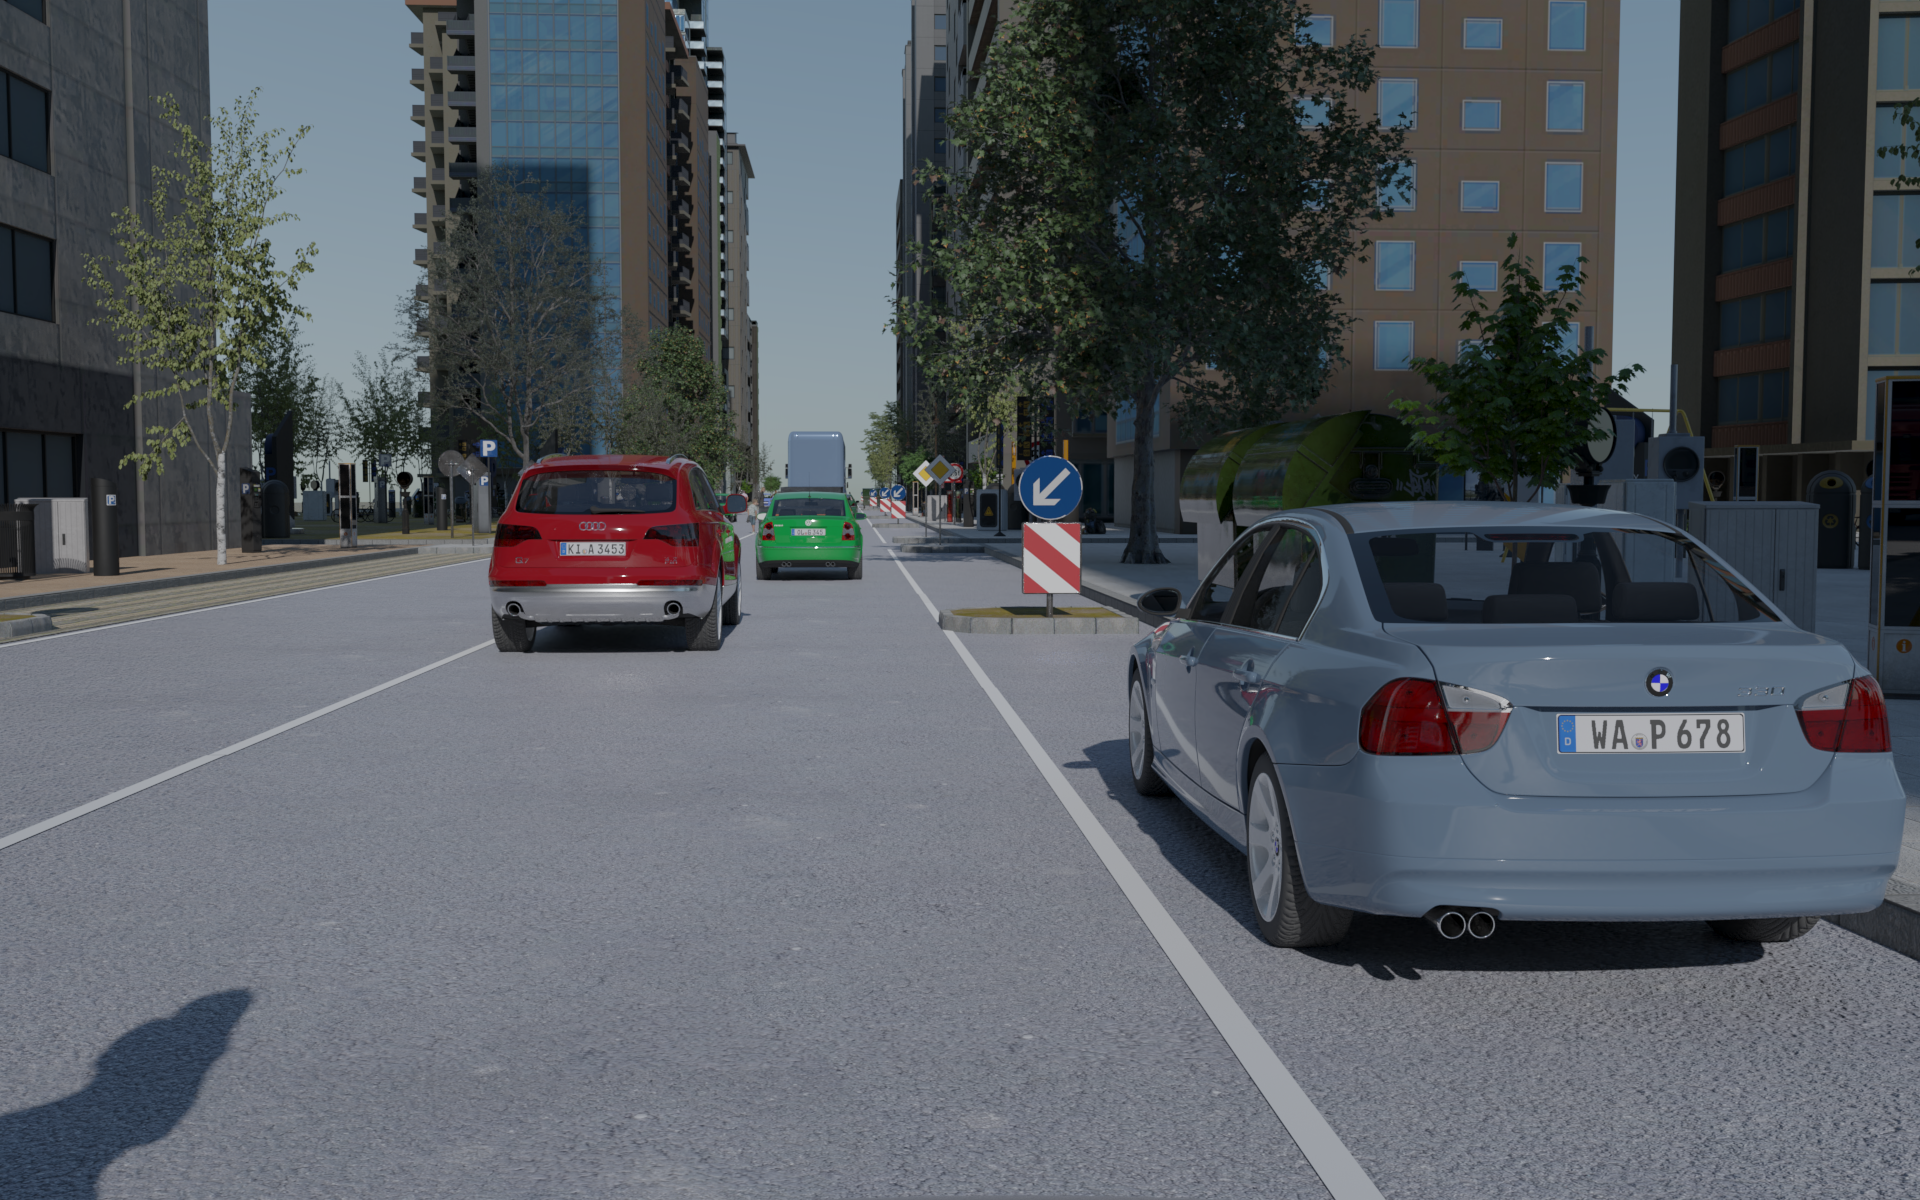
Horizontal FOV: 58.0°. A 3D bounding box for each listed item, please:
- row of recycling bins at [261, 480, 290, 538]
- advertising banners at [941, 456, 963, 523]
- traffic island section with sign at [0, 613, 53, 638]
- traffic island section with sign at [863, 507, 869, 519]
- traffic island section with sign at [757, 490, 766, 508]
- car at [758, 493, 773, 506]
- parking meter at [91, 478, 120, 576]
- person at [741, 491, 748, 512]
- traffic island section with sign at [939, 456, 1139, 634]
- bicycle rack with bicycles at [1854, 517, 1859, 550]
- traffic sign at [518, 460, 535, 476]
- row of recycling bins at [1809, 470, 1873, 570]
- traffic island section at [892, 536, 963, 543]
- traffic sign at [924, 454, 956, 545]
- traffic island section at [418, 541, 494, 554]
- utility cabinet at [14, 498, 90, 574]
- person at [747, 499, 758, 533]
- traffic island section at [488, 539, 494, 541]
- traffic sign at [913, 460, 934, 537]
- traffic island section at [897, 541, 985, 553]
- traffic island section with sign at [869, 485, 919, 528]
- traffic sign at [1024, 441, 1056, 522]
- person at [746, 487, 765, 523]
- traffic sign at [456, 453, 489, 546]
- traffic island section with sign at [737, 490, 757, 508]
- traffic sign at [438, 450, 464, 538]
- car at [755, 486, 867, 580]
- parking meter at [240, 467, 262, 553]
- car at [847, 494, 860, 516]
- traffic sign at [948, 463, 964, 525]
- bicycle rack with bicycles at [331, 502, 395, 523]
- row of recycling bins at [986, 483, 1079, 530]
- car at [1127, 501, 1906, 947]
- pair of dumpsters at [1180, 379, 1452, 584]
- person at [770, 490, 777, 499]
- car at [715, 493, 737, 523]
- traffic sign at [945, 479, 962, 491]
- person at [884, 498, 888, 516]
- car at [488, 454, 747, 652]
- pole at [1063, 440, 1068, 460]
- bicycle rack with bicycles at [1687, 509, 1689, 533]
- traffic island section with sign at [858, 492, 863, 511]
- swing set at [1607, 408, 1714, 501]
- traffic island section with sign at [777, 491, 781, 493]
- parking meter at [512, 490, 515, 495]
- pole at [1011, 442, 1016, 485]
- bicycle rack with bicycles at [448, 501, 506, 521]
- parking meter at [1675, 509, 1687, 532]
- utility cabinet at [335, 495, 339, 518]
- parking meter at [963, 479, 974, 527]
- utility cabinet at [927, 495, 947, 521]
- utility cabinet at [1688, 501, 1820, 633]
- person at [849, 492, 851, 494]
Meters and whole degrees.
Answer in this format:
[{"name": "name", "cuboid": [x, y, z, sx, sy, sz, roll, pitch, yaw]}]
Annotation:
[{"name": "row of recycling bins", "cuboid": [-21.298, -2.670, 50.767, 3.534, 1.692, 1.069, 1, 4, 12]}, {"name": "advertising banners", "cuboid": [-0.443, -5.012, 78.135, 0.090, 3.025, 2.074, -2, 4, -31]}, {"name": "traffic island section with sign", "cuboid": [-10.445, -0.545, 17.533, 1.989, 1.847, 2.006, 0, 4, -4]}, {"name": "traffic island section with sign", "cuboid": [-4.486, -5.656, 101.095, 1.989, 1.847, 2.006, 0, 4, -4]}, {"name": "traffic island section with sign", "cuboid": [-20.645, -10.306, 177.126, 1.989, 1.847, 2.006, 0, 4, -4]}, {"name": "car", "cuboid": [-21.260, -11.004, 189.512, 1.945, 1.707, 3.694, 0, 4, -5]}, {"name": "parking meter", "cuboid": [-13.411, -1.148, 27.175, 0.372, 1.533, 0.369, 0, 3, 0]}, {"name": "person", "cuboid": [-17.343, -7.946, 139.362, 0.756, 1.711, 0.436, 2, 4, 25]}, {"name": "traffic island section with sign", "cuboid": [0.783, -0.612, 18.638, 1.989, 1.847, 2.006, 0, 4, -4]}, {"name": "bicycle rack with bicycles", "cuboid": [19.457, -1.652, 40.386, 2.852, 0.926, 2.925, -3, 4, -36]}, {"name": "traffic sign", "cuboid": [-12.533, -2.878, 50.701, 0.795, 2.450, 0.064, 0, 4, -4]}, {"name": "row of recycling bins", "cuboid": [15.854, -1.335, 28.937, 1.069, 1.692, 3.534, -2, 4, -32]}, {"name": "traffic island section", "cuboid": [-0.988, -1.787, 51.493, 2.009, 0.180, 2.903, 0, 4, -4]}, {"name": "traffic sign", "cuboid": [-0.502, -2.434, 43.445, 0.795, 2.450, 0.064, 0, 4, -4]}, {"name": "traffic island section", "cuboid": [-12.047, -1.255, 42.792, 2.009, 0.180, 2.903, 0, 4, -4]}, {"name": "utility cabinet", "cuboid": [-14.653, -1.027, 27.961, 1.020, 1.237, 0.306, -1, 4, -17]}, {"name": "person", "cuboid": [-7.521, -3.038, 62.859, 0.352, 1.250, 0.332, -2, 4, -35]}, {"name": "traffic island section", "cuboid": [-12.556, -1.742, 50.761, 2.009, 0.180, 2.903, 0, 4, -4]}, {"name": "traffic sign", "cuboid": [-1.011, -2.922, 51.414, 0.795, 2.450, 0.064, 0, 4, -4]}, {"name": "traffic island section", "cuboid": [-0.479, -1.299, 43.524, 2.009, 0.180, 2.903, 0, 4, -4]}, {"name": "traffic island section with sign", "cuboid": [-2.771, -4.010, 74.194, 1.989, 1.847, 2.006, 0, 4, -4]}, {"name": "traffic sign", "cuboid": [1.887, -2.515, 41.226, 0.768, 2.556, 0.104, 0, 4, -3]}, {"name": "person", "cuboid": [-10.159, -4.775, 86.793, 0.699, 1.804, 1.509, 3, 4, 37]}, {"name": "traffic sign", "cuboid": [-12.024, -2.391, 42.732, 0.795, 2.450, 0.064, 0, 4, -4]}, {"name": "traffic island section with sign", "cuboid": [-18.925, -8.659, 150.205, 1.989, 1.847, 2.006, 0, 4, -4]}, {"name": "traffic sign", "cuboid": [-14.755, -3.067, 50.259, 0.768, 2.556, 0.104, 0, 4, -1]}, {"name": "car", "cuboid": [-2.605, -1.314, 30.278, 1.959, 1.807, 4.718, 0, 4, -4]}, {"name": "parking meter", "cuboid": [-15.441, -1.958, 37.727, 0.399, 1.863, 0.255, 1, 4, 22]}, {"name": "car", "cuboid": [-6.756, -5.299, 98.444, 2.131, 1.459, 4.920, 0, 4, -5]}, {"name": "traffic sign", "cuboid": [-0.227, -4.356, 71.327, 0.768, 2.556, 0.104, 0, 4, 0]}, {"name": "bicycle rack with bicycles", "cuboid": [-27.397, -4.029, 79.248, 2.925, 0.926, 2.852, -2, 4, -27]}, {"name": "row of recycling bins", "cuboid": [2.555, -3.366, 62.153, 3.534, 1.692, 1.069, 1, 4, 18]}, {"name": "car", "cuboid": [1.768, 0.318, 6.800, 2.014, 1.417, 4.499, 0, 4, -3]}, {"name": "pair of dumpsters", "cuboid": [3.310, -0.870, 16.721, 1.574, 2.255, 4.437, 0, 4, -4]}, {"name": "person", "cuboid": [-18.885, -10.357, 177.801, 1.348, 1.831, 0.705, -2, 4, -26]}, {"name": "car", "cuboid": [-12.283, -4.831, 87.787, 1.959, 1.807, 4.718, 0, 4, -4]}, {"name": "traffic sign", "cuboid": [-0.359, -4.843, 79.189, 0.884, 2.594, 0.081, 0, 4, 1]}, {"name": "person", "cuboid": [-4.840, -6.152, 113.371, 0.425, 1.301, 0.394, 1, 4, 14]}, {"name": "car", "cuboid": [-3.305, -0.528, 17.301, 2.281, 1.827, 5.304, 0, 4, -4]}, {"name": "pole", "cuboid": [3.985, -4.383, 65.505, 0.158, 3.312, 0.155, 0, 3, 0]}, {"name": "bicycle rack with bicycles", "cuboid": [19.128, -1.826, 43.236, 2.925, 0.926, 2.852, -2, 4, -32]}, {"name": "traffic island section with sign", "cuboid": [-7.687, -8.722, 151.228, 1.989, 1.847, 2.006, 0, 4, -4]}, {"name": "swing set", "cuboid": [12.103, -2.081, 31.642, 3.119, 2.851, 2.862, -1, 4, -21]}, {"name": "traffic island section with sign", "cuboid": [-24.153, -13.668, 232.103, 1.989, 1.847, 2.006, 0, 4, -4]}, {"name": "parking meter", "cuboid": [-24.552, -5.334, 95.620, 0.372, 1.533, 0.369, 0, 3, 0]}, {"name": "pole", "cuboid": [2.086, -4.497, 67.370, 0.158, 3.312, 0.155, 0, 3, 0]}, {"name": "bicycle rack with bicycles", "cuboid": [-23.551, -4.335, 84.251, 2.925, 0.926, 2.852, 0, 4, 7]}, {"name": "parking meter", "cuboid": [14.404, -1.614, 34.799, 0.372, 1.533, 0.369, 0, 3, 0]}, {"name": "utility cabinet", "cuboid": [-33.679, -5.099, 94.523, 0.306, 1.237, 1.020, 1, 4, 20]}, {"name": "parking meter", "cuboid": [0.340, -3.750, 67.027, 0.255, 1.863, 0.399, -3, 5, -44]}, {"name": "utility cabinet", "cuboid": [-1.034, -4.369, 82.596, 1.020, 1.237, 0.306, 1, 4, 13]}, {"name": "utility cabinet", "cuboid": [6.783, -0.224, 14.826, 1.020, 1.237, 0.306, 0, 4, -5]}, {"name": "person", "cuboid": [-14.611, -13.421, 228.658, 1.217, 1.735, 0.721, -3, 5, -42]}]
